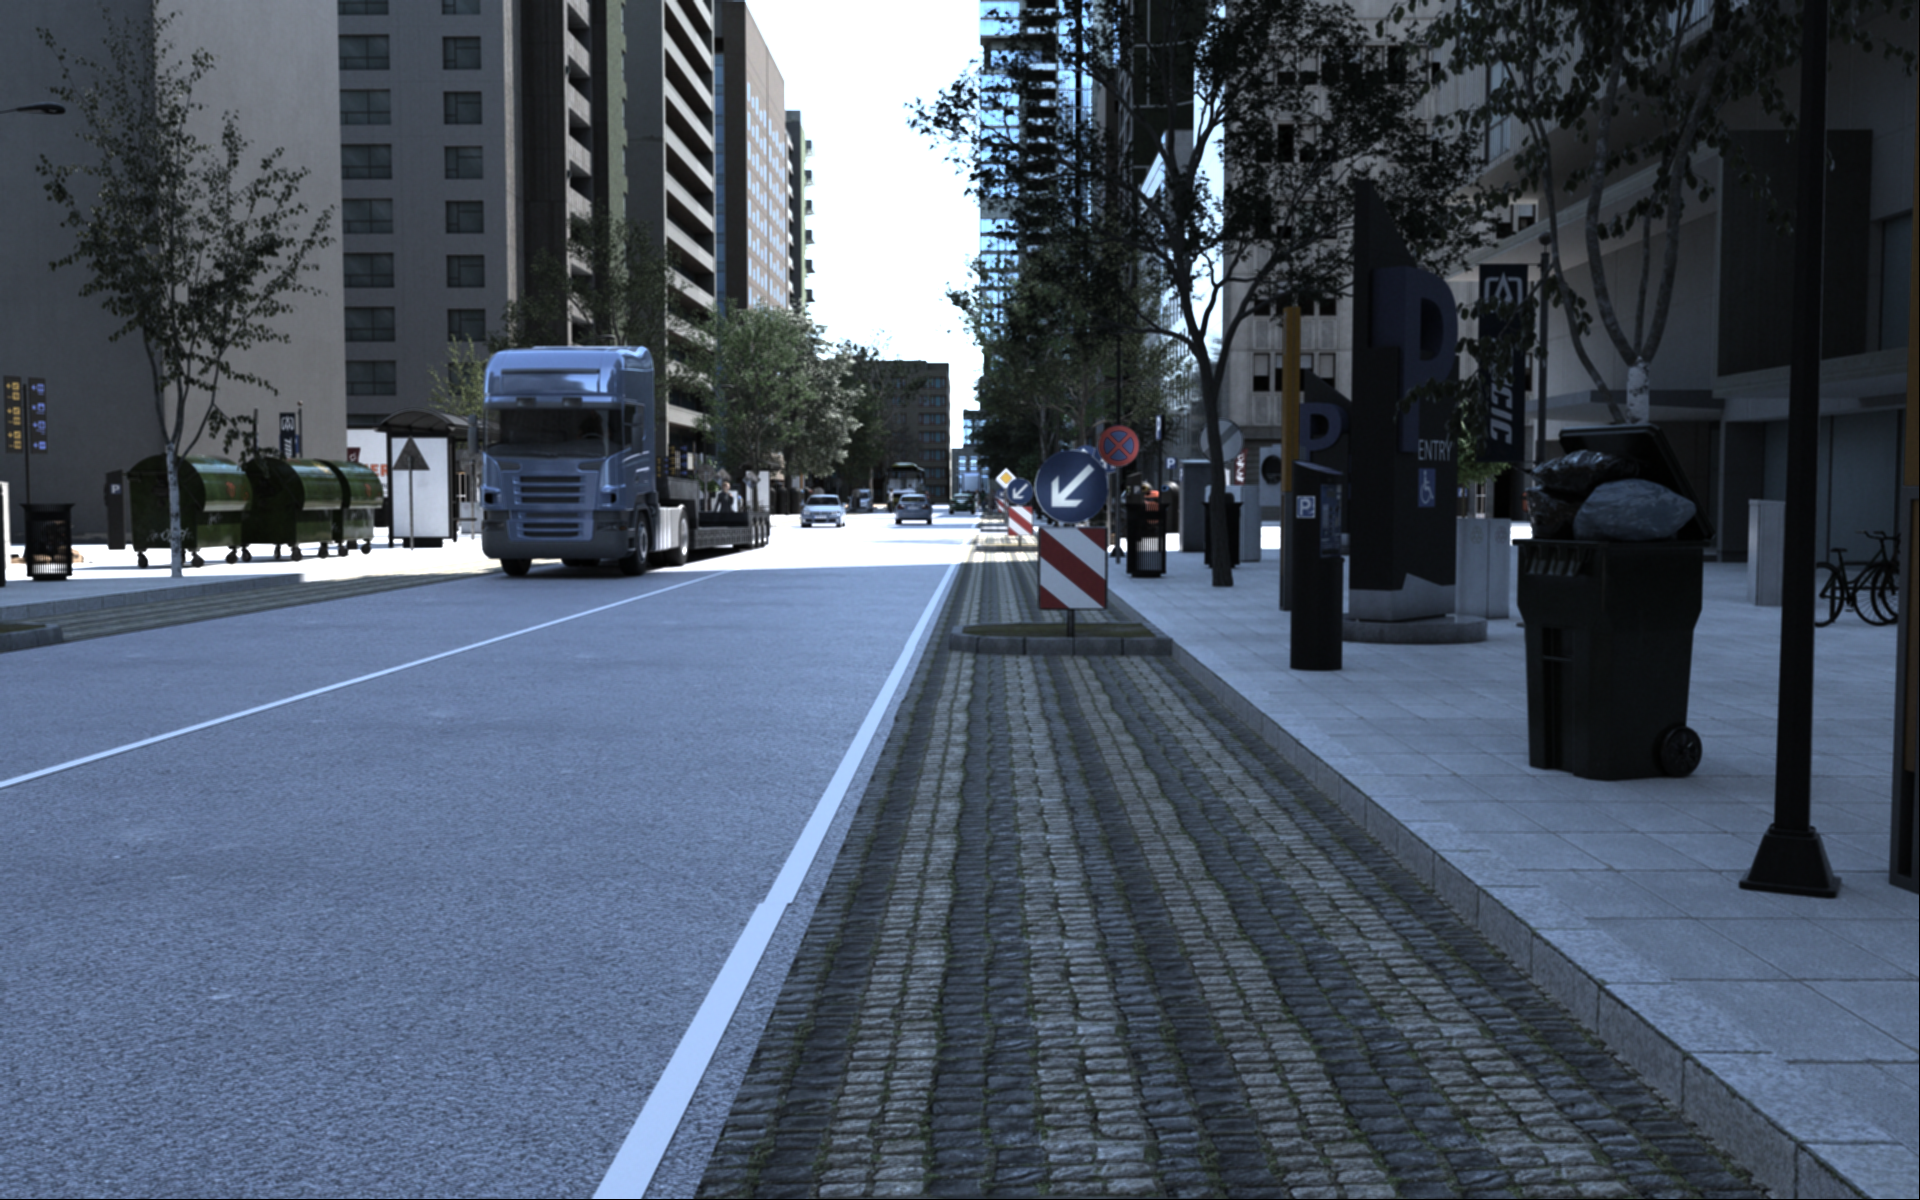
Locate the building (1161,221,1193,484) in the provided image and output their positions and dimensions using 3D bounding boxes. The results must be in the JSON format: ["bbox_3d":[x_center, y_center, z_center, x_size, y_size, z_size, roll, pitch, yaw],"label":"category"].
[{"bbox_3d":[18.094,-15.228,103.735,10.420,20.320,16.860,0,4,1],"label":"building"}]

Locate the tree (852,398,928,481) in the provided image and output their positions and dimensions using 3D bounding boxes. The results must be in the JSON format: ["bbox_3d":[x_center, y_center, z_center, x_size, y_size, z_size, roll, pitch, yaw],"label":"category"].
[{"bbox_3d":[-9.130,-18.896,219.319,12.009,13.543,11.850,0,3,0],"label":"tree"}]

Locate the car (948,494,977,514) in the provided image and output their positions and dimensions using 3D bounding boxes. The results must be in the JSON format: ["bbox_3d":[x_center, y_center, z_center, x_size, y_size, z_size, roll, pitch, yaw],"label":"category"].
[{"bbox_3d":[0.169,-6.947,125.380,2.131,1.459,4.920,0,4,2],"label":"car"}]

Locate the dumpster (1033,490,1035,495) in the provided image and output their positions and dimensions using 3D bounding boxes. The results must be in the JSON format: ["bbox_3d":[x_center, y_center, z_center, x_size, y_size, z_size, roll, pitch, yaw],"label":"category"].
[{"bbox_3d":[6.086,-8.565,145.798,1.264,1.857,1.865,0,4,1],"label":"dumpster"}]

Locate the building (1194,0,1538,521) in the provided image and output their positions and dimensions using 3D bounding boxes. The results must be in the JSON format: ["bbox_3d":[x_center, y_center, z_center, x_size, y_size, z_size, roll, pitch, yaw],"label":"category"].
[{"bbox_3d":[22.304,-16.431,86.675,19.932,24.808,12.078,0,4,1],"label":"building"}]

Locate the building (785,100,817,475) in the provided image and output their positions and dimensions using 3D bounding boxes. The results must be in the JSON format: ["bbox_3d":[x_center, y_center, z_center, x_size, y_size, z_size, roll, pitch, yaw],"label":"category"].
[{"bbox_3d":[-32.660,-35.835,205.516,30.456,49.044,23.786,0,4,1],"label":"building"}]

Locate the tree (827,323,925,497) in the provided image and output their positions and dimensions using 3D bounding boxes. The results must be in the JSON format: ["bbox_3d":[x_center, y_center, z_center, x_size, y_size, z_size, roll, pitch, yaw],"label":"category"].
[{"bbox_3d":[-8.552,-20.374,188.997,12.611,20.169,13.585,0,3,0],"label":"tree"}]

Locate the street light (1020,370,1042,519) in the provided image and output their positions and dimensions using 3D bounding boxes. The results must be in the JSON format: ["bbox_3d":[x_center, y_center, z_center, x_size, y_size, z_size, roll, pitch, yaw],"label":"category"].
[{"bbox_3d":[3.097,-5.654,64.977,1.470,5.913,1.316,0,4,1],"label":"street light"}]

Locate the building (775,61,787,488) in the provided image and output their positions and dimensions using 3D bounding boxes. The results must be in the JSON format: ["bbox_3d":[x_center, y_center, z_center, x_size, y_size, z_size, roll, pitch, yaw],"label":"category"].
[{"bbox_3d":[-24.822,-31.834,170.598,14.600,45.320,14.200,0,4,1],"label":"building"}]

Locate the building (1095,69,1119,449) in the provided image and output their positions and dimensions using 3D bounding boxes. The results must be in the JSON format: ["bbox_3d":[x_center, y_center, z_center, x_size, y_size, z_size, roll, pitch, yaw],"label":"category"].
[{"bbox_3d":[21.464,-32.383,179.572,14.600,45.320,14.200,0,4,1],"label":"building"}]

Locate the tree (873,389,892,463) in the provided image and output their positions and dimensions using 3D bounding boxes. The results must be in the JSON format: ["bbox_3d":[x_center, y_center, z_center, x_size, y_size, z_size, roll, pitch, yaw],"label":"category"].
[{"bbox_3d":[-10.060,-14.151,157.128,9.928,11.665,9.643,0,3,0],"label":"tree"}]

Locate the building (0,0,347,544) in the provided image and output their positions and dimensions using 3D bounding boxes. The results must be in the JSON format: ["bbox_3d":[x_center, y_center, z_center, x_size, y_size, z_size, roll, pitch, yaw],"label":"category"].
[{"bbox_3d":[-31.988,-15.725,50.614,24.014,27.812,14.314,0,4,1],"label":"building"}]

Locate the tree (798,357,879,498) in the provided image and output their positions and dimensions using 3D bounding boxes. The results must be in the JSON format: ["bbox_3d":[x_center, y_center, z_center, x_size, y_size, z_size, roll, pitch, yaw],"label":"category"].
[{"bbox_3d":[-10.575,-13.816,144.016,7.486,12.596,7.792,0,3,0],"label":"tree"}]

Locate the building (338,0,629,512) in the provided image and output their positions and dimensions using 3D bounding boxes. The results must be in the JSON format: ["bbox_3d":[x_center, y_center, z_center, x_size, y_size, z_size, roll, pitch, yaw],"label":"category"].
[{"bbox_3d":[-25.296,-19.350,88.075,14.160,30.474,14.107,0,4,1],"label":"building"}]

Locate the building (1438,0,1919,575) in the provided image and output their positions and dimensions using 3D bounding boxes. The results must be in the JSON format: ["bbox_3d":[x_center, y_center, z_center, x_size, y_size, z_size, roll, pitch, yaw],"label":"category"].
[{"bbox_3d":[25.338,-26.950,29.872,28.713,52.752,27.495,0,4,1],"label":"building"}]

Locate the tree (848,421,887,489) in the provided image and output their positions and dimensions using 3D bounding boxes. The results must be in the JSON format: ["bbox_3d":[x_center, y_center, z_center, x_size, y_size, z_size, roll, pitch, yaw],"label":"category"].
[{"bbox_3d":[-9.220,-13.280,167.486,4.360,8.622,3.978,0,3,0],"label":"tree"}]

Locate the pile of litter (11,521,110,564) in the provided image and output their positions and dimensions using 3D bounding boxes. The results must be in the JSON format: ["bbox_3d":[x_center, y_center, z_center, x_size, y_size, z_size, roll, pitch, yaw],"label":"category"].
[{"bbox_3d":[-16.800,-1.108,32.080,1.719,0.858,1.176,0,4,4],"label":"pile of litter"}]

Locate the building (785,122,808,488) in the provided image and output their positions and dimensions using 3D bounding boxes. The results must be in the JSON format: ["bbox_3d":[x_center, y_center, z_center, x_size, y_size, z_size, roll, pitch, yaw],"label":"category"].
[{"bbox_3d":[-24.104,-30.669,185.026,14.154,41.232,14.086,0,4,1],"label":"building"}]

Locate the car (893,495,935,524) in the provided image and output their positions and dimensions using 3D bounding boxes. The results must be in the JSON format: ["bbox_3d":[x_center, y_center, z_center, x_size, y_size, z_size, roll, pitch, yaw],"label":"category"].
[{"bbox_3d":[-2.207,-4.348,83.085,2.014,1.417,4.499,0,4,0],"label":"car"}]

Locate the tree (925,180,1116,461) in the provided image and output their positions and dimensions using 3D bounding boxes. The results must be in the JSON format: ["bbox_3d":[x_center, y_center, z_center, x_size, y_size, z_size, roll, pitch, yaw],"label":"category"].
[{"bbox_3d":[4.515,-15.347,106.813,12.611,20.169,13.585,0,3,0],"label":"tree"}]

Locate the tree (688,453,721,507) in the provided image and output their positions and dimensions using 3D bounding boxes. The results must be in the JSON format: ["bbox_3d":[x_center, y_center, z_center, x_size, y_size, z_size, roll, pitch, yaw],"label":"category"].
[{"bbox_3d":[-11.776,-5.320,81.578,1.663,3.219,1.824,0,3,0],"label":"tree"}]

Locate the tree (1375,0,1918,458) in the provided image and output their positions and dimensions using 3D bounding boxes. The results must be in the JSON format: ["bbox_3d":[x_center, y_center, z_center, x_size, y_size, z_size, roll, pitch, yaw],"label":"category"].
[{"bbox_3d":[3.990,-3.647,9.986,4.360,8.622,3.978,0,3,0],"label":"tree"}]

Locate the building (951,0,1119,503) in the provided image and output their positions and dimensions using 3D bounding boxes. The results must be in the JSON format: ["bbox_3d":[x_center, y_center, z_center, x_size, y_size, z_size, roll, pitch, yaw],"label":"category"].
[{"bbox_3d":[14.482,-57.273,249.076,31.000,86.520,22.319,0,4,1],"label":"building"}]

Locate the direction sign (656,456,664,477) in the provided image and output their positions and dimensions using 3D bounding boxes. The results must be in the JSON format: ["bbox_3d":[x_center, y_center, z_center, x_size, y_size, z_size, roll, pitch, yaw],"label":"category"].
[{"bbox_3d":[-17.823,-6.833,103.720,0.876,3.537,0.379,-3,5,-44],"label":"direction sign"}]

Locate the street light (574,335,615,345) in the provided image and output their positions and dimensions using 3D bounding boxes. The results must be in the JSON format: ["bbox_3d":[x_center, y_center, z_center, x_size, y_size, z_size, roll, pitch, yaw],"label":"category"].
[{"bbox_3d":[-10.772,-4.785,50.770,1.470,5.913,1.316,0,4,1],"label":"street light"}]

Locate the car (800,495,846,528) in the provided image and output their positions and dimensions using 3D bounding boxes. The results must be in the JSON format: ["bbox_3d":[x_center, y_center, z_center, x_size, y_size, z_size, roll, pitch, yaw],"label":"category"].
[{"bbox_3d":[-5.909,-3.864,75.186,2.014,1.417,4.499,0,4,-1],"label":"car"}]

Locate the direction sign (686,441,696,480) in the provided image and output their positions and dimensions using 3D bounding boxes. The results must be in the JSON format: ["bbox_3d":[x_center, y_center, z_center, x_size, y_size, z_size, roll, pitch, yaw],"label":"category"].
[{"bbox_3d":[-11.384,-5.030,74.241,0.379,3.537,0.876,0,4,-3],"label":"direction sign"}]

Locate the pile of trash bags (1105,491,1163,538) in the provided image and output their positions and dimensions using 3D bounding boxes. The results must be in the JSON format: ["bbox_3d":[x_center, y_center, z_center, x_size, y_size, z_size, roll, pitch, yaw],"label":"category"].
[{"bbox_3d":[5.127,-2.505,50.702,1.912,1.369,3.447,-1,4,-16],"label":"pile of trash bags"}]

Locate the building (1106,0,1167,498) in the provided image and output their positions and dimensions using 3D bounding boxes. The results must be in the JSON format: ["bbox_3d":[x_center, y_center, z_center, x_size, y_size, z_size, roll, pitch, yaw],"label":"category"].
[{"bbox_3d":[23.506,-44.188,160.718,20.563,71.187,20.611,0,4,1],"label":"building"}]

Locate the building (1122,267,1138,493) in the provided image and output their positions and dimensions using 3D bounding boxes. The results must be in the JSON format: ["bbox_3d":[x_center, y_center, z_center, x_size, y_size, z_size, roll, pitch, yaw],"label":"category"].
[{"bbox_3d":[19.951,-19.013,140.540,12.332,23.373,15.834,0,4,1],"label":"building"}]

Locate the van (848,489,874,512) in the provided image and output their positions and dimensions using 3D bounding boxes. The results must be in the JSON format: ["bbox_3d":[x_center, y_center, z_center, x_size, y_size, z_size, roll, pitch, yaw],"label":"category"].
[{"bbox_3d":[-7.708,-7.833,135.080,2.013,2.044,4.112,0,4,1],"label":"van"}]

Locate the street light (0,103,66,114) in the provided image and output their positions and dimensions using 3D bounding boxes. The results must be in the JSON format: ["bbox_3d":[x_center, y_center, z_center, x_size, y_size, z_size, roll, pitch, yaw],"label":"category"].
[{"bbox_3d":[-11.315,-2.947,20.724,1.470,5.913,1.316,0,4,1],"label":"street light"}]

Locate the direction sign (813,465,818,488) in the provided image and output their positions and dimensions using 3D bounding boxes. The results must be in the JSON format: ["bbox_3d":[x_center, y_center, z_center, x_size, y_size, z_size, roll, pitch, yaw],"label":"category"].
[{"bbox_3d":[-10.435,-8.141,125.099,0.379,3.537,0.876,-2,4,-31],"label":"direction sign"}]

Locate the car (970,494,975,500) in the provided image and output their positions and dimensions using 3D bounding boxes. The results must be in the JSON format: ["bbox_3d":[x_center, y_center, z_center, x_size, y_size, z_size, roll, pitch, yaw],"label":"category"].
[{"bbox_3d":[0.982,-10.823,186.749,2.009,1.686,4.222,0,4,3],"label":"car"}]

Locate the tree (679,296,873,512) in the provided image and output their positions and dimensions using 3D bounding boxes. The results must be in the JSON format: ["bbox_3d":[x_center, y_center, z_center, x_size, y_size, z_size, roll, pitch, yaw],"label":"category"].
[{"bbox_3d":[-10.813,-10.107,91.005,9.928,11.665,9.643,0,3,0],"label":"tree"}]

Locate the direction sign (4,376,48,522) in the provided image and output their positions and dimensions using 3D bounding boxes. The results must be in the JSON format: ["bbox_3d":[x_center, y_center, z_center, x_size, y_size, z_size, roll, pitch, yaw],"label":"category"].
[{"bbox_3d":[-18.065,-2.542,33.555,0.379,3.537,0.876,2,4,23],"label":"direction sign"}]

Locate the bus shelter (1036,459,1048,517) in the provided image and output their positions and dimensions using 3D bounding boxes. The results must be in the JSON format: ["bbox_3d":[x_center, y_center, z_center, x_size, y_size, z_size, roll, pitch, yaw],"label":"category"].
[{"bbox_3d":[5.190,-6.079,93.310,2.014,3.302,5.546,0,4,1],"label":"bus shelter"}]

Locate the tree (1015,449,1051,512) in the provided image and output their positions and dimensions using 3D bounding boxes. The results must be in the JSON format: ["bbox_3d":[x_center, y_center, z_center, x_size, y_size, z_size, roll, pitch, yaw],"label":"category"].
[{"bbox_3d":[5.623,-8.662,125.342,4.285,4.588,4.351,0,3,0],"label":"tree"}]

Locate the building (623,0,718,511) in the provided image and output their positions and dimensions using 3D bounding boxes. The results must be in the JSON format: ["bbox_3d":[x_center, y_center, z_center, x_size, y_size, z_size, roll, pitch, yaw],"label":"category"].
[{"bbox_3d":[-29.436,-30.441,121.407,21.300,48.544,21.600,0,4,1],"label":"building"}]

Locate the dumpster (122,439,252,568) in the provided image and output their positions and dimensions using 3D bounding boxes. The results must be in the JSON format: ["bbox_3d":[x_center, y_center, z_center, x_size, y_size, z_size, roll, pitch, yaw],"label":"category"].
[{"bbox_3d":[-13.676,-1.724,30.679,1.502,2.255,1.985,0,4,1],"label":"dumpster"}]

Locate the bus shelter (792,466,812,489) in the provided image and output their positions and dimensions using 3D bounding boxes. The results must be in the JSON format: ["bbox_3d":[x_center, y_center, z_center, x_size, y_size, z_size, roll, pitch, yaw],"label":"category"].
[{"bbox_3d":[-11.839,-8.149,127.157,2.014,3.302,5.546,0,4,1],"label":"bus shelter"}]

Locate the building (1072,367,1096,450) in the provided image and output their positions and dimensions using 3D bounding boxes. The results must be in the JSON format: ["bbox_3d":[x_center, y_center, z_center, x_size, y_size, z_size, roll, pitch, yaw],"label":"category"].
[{"bbox_3d":[27.585,-21.827,201.905,27.650,21.520,28.899,0,4,1],"label":"building"}]

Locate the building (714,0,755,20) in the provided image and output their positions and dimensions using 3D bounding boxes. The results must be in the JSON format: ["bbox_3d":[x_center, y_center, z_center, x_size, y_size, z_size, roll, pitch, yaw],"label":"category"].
[{"bbox_3d":[-25.073,-30.946,156.070,14.600,45.320,14.200,0,4,1],"label":"building"}]

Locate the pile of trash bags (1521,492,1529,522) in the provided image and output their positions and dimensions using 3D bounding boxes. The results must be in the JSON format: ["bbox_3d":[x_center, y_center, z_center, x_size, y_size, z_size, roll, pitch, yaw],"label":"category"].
[{"bbox_3d":[27.566,-4.273,79.614,3.447,1.369,1.912,1,4,10],"label":"pile of trash bags"}]

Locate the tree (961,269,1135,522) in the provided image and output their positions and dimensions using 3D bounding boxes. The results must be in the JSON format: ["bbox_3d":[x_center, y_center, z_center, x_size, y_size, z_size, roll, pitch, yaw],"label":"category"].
[{"bbox_3d":[4.214,-9.440,80.104,9.928,11.665,9.643,0,3,0],"label":"tree"}]

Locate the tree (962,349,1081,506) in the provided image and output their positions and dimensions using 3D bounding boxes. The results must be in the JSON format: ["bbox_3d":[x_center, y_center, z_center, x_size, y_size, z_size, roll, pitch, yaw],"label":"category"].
[{"bbox_3d":[5.034,-14.122,137.556,9.857,13.997,8.962,0,3,0],"label":"tree"}]

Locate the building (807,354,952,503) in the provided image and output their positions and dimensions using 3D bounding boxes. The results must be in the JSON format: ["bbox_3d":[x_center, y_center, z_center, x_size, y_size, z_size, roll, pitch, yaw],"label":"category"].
[{"bbox_3d":[-15.989,-25.084,255.154,28.899,21.520,27.650,0,4,1],"label":"building"}]

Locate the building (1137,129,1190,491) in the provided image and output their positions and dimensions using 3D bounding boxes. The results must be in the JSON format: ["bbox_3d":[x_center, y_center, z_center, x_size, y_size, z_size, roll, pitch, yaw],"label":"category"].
[{"bbox_3d":[19.420,-18.623,122.500,12.078,24.808,19.932,0,4,1],"label":"building"}]

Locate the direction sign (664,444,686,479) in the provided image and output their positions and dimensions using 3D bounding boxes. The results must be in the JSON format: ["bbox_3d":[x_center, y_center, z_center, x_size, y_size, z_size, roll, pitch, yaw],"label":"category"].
[{"bbox_3d":[-12.667,-5.248,77.797,0.876,3.537,0.379,0,4,5],"label":"direction sign"}]

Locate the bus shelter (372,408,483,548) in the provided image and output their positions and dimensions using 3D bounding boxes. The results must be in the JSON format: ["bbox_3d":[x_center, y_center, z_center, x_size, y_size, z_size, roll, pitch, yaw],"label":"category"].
[{"bbox_3d":[-12.834,-3.046,43.732,2.014,3.302,5.546,0,4,1],"label":"bus shelter"}]

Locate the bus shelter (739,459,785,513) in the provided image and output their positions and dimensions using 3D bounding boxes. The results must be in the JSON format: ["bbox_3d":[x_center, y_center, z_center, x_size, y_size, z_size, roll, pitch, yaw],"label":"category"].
[{"bbox_3d":[-11.670,-6.631,102.334,2.014,3.302,5.546,0,4,1],"label":"bus shelter"}]

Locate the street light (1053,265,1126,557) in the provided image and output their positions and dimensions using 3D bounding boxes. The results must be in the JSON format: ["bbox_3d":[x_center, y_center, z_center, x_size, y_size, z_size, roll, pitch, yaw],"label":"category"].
[{"bbox_3d":[2.678,-3.835,35.242,1.470,5.913,1.316,0,4,1],"label":"street light"}]

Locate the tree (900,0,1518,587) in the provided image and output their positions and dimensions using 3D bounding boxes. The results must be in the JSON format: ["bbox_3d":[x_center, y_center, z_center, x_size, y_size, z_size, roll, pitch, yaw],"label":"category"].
[{"bbox_3d":[3.610,-5.488,24.135,8.767,10.594,7.601,-1,4,-11],"label":"tree"}]
